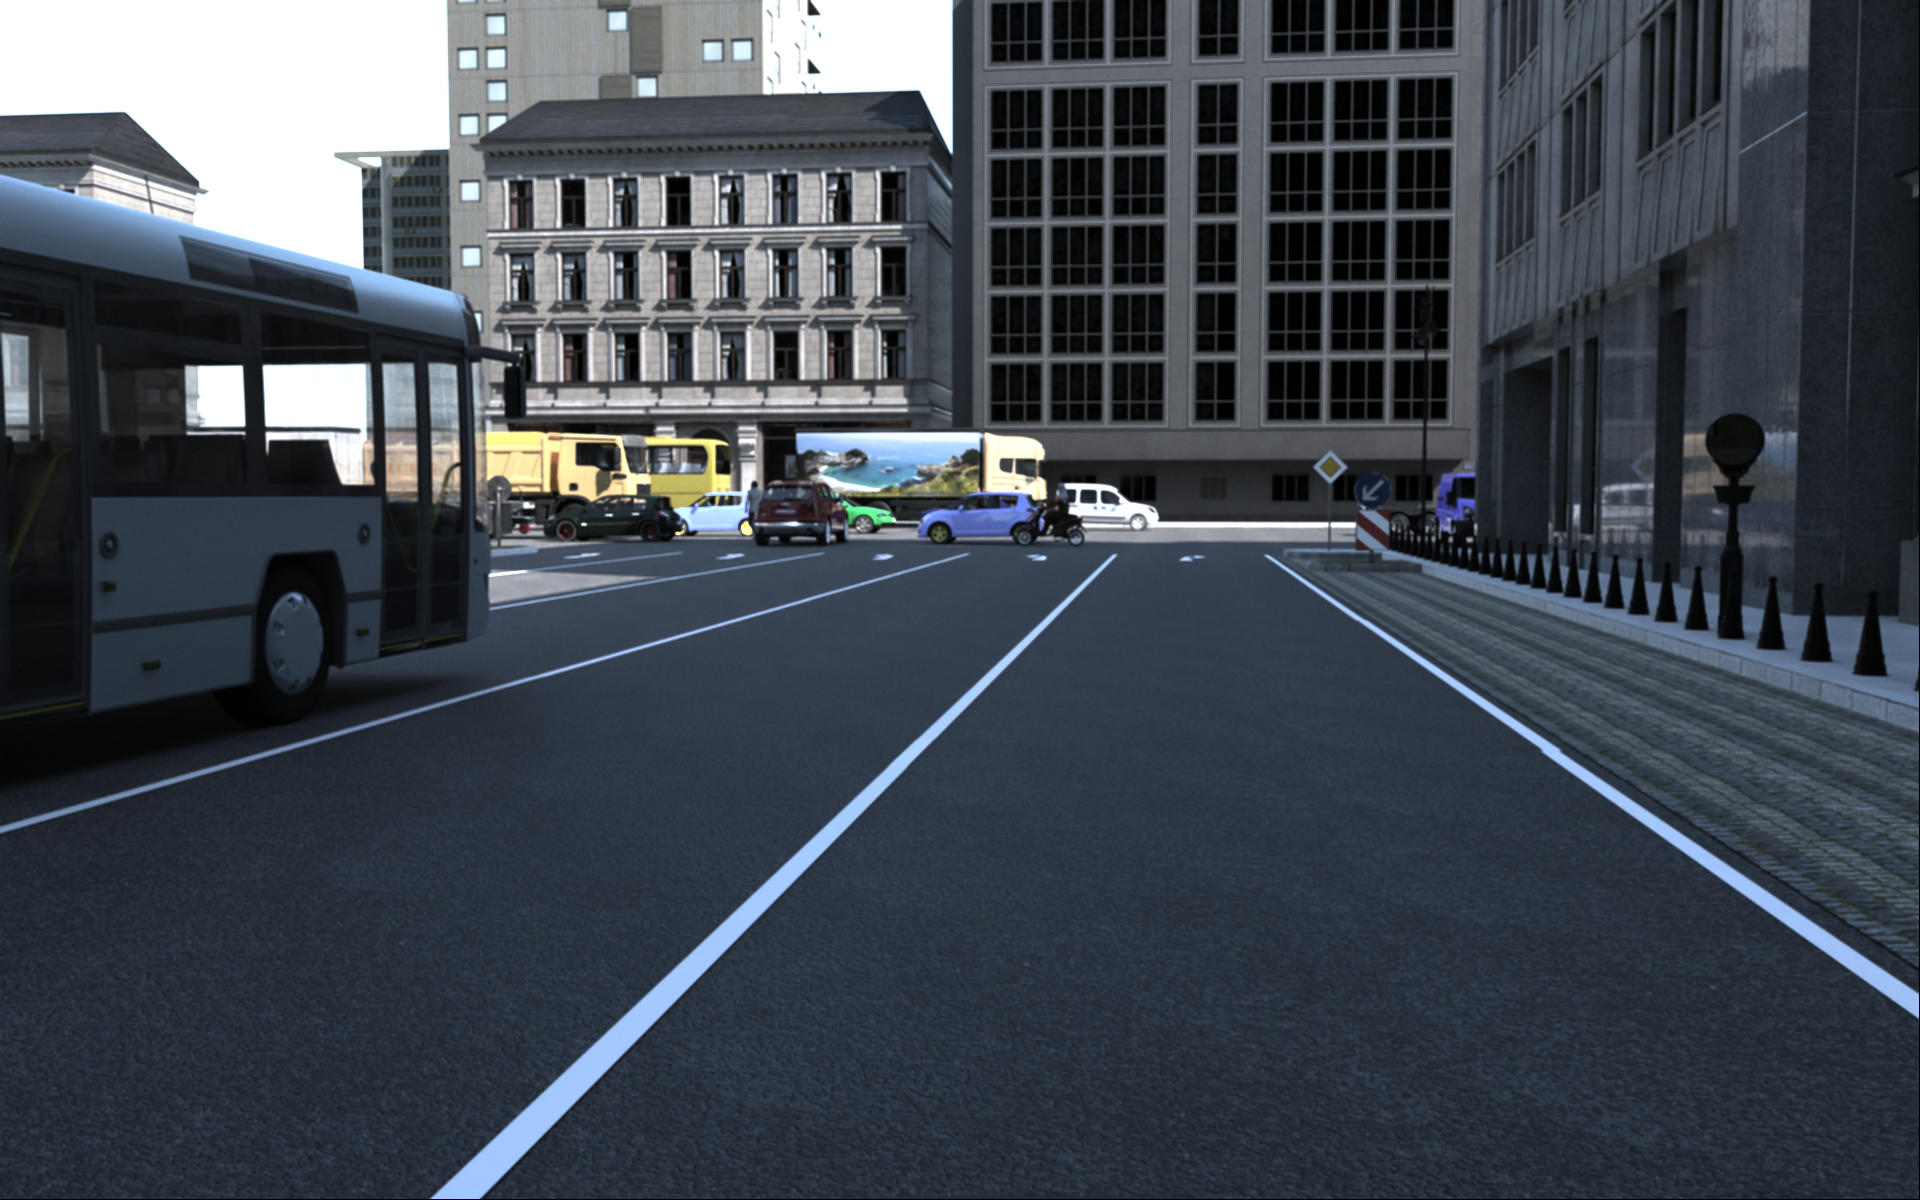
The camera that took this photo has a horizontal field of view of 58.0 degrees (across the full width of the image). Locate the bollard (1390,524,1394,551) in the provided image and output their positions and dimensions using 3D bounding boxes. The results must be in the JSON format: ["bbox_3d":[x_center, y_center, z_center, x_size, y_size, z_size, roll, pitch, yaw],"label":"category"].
[{"bbox_3d":[9.819,-1.403,38.976,0.229,0.601,0.229,0,3,0],"label":"bollard"}]

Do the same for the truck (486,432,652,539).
[{"bbox_3d":[-14.110,-3.671,55.949,9.791,3.379,3.469,0,4,6],"label":"truck"}]

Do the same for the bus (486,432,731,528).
[{"bbox_3d":[-15.382,-4.730,68.890,12.252,3.916,2.896,0,4,7],"label":"bus"}]

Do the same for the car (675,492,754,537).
[{"bbox_3d":[-8.296,-3.018,58.934,3.694,1.707,1.945,0,4,6],"label":"car"}]

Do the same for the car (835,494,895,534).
[{"bbox_3d":[-4.722,-3.343,63.452,4.718,1.807,1.959,1,4,8],"label":"car"}]

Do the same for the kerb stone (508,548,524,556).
[{"bbox_3d":[-10.509,-1.121,40.570,0.120,0.150,1.000,0,4,7],"label":"kerb stone"}]

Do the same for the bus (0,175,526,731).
[{"bbox_3d":[-5.786,-0.812,8.140,2.948,3.499,13.247,1,4,9],"label":"bus"}]

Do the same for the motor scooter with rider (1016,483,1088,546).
[{"bbox_3d":[2.547,-2.374,47.775,1.986,1.779,0.876,0,4,7],"label":"motor scooter with rider"}]

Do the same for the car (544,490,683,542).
[{"bbox_3d":[-10.522,-2.623,52.668,4.222,1.686,2.009,0,4,7],"label":"car"}]

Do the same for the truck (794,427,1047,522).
[{"bbox_3d":[-1.291,-5.209,74.080,11.283,4.237,2.839,0,4,5],"label":"truck"}]

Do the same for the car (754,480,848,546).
[{"bbox_3d":[-4.500,-2.503,49.590,2.281,1.827,5.304,0,4,6],"label":"car"}]

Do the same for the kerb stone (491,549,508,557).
[{"bbox_3d":[-10.635,-1.061,39.546,0.120,0.150,1.000,0,4,7],"label":"kerb stone"}]

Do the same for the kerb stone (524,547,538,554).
[{"bbox_3d":[-10.382,-1.185,41.589,0.120,0.150,1.000,0,4,7],"label":"kerb stone"}]

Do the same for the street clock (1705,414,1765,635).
[{"bbox_3d":[7.022,-0.683,15.737,0.471,2.002,0.358,2,4,30],"label":"street clock"}]

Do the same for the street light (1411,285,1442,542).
[{"bbox_3d":[10.328,-4.017,38.465,0.468,5.910,1.993,0,4,7],"label":"street light"}]

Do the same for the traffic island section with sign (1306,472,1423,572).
[{"bbox_3d":[7.551,-1.461,32.517,1.989,1.847,2.006,0,4,7],"label":"traffic island section with sign"}]

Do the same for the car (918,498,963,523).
[{"bbox_3d":[0.351,-3.398,68.137,3.894,1.354,1.945,1,4,9],"label":"car"}]

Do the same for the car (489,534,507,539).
[{"bbox_3d":[-16.085,-2.665,53.364,4.222,1.686,2.009,1,4,9],"label":"car"}]

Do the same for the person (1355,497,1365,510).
[{"bbox_3d":[16.263,-3.751,70.095,0.520,1.790,0.573,3,5,42],"label":"person"}]

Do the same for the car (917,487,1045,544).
[{"bbox_3d":[0.619,-2.473,50.024,3.694,1.707,1.945,0,4,8],"label":"car"}]

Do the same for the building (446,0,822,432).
[{"bbox_3d":[-27.641,-34.627,155.390,28.713,52.752,27.495,0,4,7],"label":"building"}]

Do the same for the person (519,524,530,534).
[{"bbox_3d":[-15.552,-3.112,61.841,0.387,1.526,0.523,-2,4,-31],"label":"person"}]

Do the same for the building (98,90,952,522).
[{"bbox_3d":[-20.585,-14.415,86.599,40.483,20.767,10.553,0,4,7],"label":"building"}]

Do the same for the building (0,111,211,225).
[{"bbox_3d":[-61.193,-14.701,91.279,40.483,20.767,10.553,0,4,7],"label":"building"}]

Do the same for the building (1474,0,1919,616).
[{"bbox_3d":[15.993,-12.760,26.645,12.078,24.808,19.932,0,4,7],"label":"building"}]

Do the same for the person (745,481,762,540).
[{"bbox_3d":[-6.352,-2.780,53.801,0.661,1.843,0.795,-2,4,-26],"label":"person"}]

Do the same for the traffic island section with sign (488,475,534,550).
[{"bbox_3d":[-11.390,-2.065,41.904,2.006,1.907,1.989,0,4,7],"label":"traffic island section with sign"}]

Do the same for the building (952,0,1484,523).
[{"bbox_3d":[12.108,-17.684,82.645,24.014,27.812,14.314,0,4,7],"label":"building"}]

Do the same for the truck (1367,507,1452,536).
[{"bbox_3d":[23.489,-4.222,58.793,18.799,4.110,2.967,0,4,7],"label":"truck"}]

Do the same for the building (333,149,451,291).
[{"bbox_3d":[-49.500,-30.416,189.190,23.993,40.220,32.217,0,4,7],"label":"building"}]

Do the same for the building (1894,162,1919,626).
[{"bbox_3d":[12.921,-8.717,7.157,10.561,19.102,19.286,0,4,7],"label":"building"}]
